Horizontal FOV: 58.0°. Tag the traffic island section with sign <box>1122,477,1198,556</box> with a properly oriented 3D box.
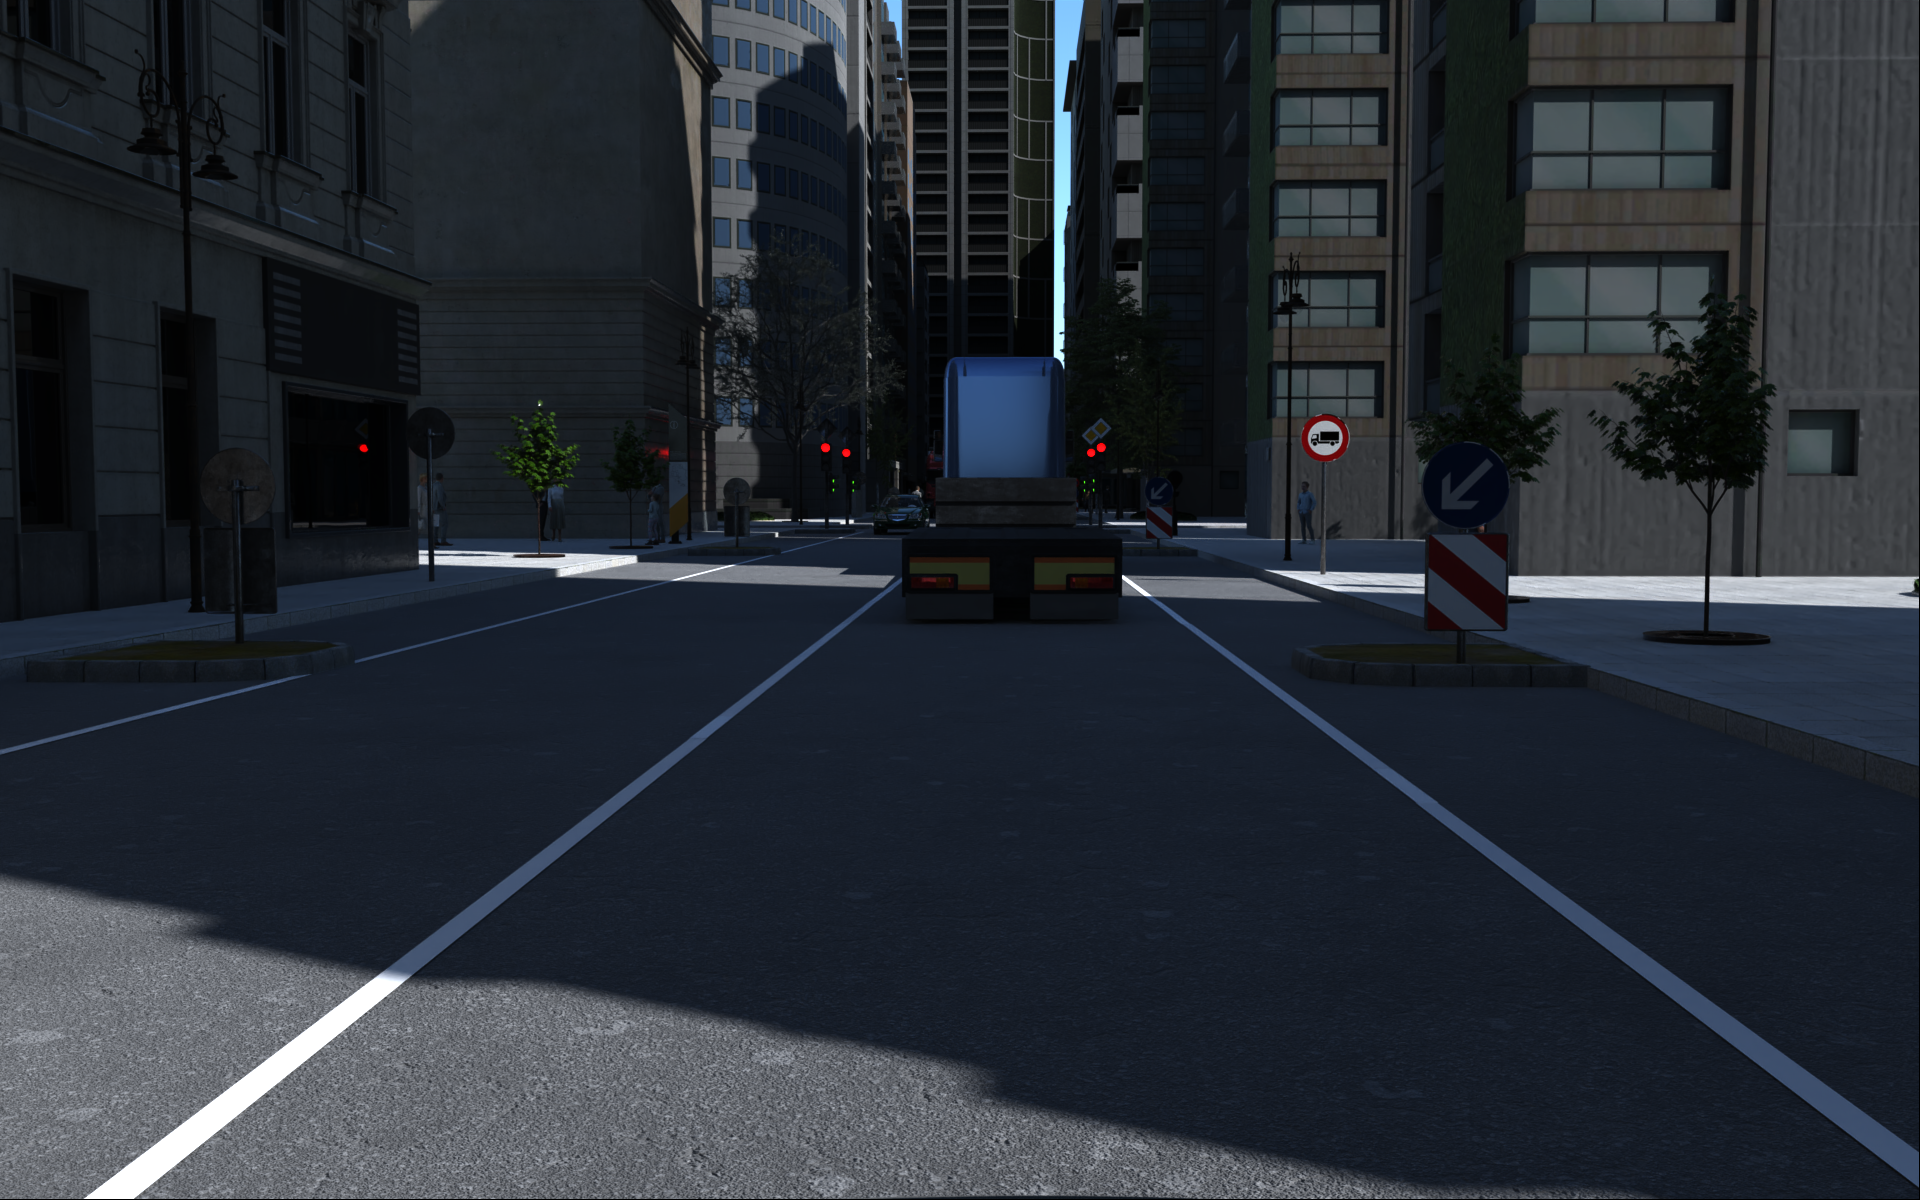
[{"bbox_3d":[4.510,-1.965,40.760,1.989,1.847,2.006,0,4,2],"label":"traffic island section with sign"}]

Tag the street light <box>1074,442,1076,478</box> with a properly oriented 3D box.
[{"bbox_3d":[9.666,-10.551,145.303,0.468,5.910,1.993,0,4,2],"label":"street light"}]

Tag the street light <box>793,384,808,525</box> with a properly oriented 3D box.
[{"bbox_3d":[-6.681,-6.109,72.674,0.468,5.910,1.993,0,4,2],"label":"street light"}]

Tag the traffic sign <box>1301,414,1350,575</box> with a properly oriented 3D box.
[{"bbox_3d":[5.794,-1.680,27.567,0.768,2.556,0.104,0,4,3],"label":"traffic sign"}]

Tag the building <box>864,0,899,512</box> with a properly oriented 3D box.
[{"bbox_3d":[-14.860,-42.317,130.129,20.563,71.187,20.611,0,4,2],"label":"building"}]

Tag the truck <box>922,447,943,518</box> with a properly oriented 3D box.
[{"bbox_3d":[-0.567,-7.135,105.569,2.839,4.237,11.283,0,4,3],"label":"truck"}]

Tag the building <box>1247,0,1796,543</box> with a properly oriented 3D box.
[{"bbox_3d":[16.035,-22.682,54.443,14.154,41.232,14.086,0,4,2],"label":"building"}]

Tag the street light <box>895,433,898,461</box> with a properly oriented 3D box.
[{"bbox_3d":[-4.876,-9.695,131.301,0.468,5.910,1.993,0,4,2],"label":"street light"}]

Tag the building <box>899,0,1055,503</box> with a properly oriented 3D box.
[{"bbox_3d":[2.787,-49.040,240.057,20.611,71.187,20.563,0,4,2],"label":"building"}]

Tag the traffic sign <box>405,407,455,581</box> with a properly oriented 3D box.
[{"bbox_3d":[-7.766,-1.546,25.384,0.768,2.556,0.104,0,4,8],"label":"traffic sign"}]

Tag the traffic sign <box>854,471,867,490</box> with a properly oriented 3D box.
[{"bbox_3d":[-5.627,-5.960,97.555,0.768,2.556,0.104,0,4,8],"label":"traffic sign"}]

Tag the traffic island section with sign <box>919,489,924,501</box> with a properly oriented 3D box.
[{"bbox_3d":[-2.838,-7.039,123.721,1.989,1.847,2.006,0,4,2],"label":"traffic island section with sign"}]

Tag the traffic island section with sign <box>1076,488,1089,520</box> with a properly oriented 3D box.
[{"bbox_3d":[6.188,-5.409,97.064,1.989,1.847,2.006,0,4,2],"label":"traffic island section with sign"}]

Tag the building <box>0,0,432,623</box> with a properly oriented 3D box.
[{"bbox_3d":[-17.635,-14.266,9.662,17.030,29.872,44.131,0,4,2],"label":"building"}]

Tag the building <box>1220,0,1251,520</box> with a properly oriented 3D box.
[{"bbox_3d":[27.881,-28.298,82.289,30.456,49.044,23.786,0,4,2],"label":"building"}]

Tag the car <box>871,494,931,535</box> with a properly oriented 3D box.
[{"bbox_3d":[-2.087,-3.110,62.639,2.131,1.459,4.920,0,4,2],"label":"car"}]

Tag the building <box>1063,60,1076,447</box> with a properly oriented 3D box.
[{"bbox_3d":[26.994,-37.774,206.844,28.713,52.752,27.495,0,4,2],"label":"building"}]

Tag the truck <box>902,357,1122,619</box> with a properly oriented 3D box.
[{"bbox_3d":[0.756,-2.356,28.275,2.967,4.110,18.799,0,4,1],"label":"truck"}]

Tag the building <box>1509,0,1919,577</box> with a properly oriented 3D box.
[{"bbox_3d":[15.928,-21.333,32.392,14.154,41.232,14.086,0,4,2],"label":"building"}]

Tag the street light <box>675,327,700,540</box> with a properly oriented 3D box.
[{"bbox_3d":[-7.523,-4.598,47.959,0.468,5.910,1.993,0,4,2],"label":"street light"}]

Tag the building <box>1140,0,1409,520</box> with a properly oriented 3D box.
[{"bbox_3d":[17.816,-25.684,103.526,14.154,41.232,14.086,0,4,2],"label":"building"}]

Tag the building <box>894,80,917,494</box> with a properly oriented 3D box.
[{"bbox_3d":[-12.047,-32.692,184.627,14.600,45.320,14.200,0,4,2],"label":"building"}]

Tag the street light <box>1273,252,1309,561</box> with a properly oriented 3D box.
[{"bbox_3d":[6.329,-3.699,33.273,0.468,5.910,1.993,0,4,2],"label":"street light"}]

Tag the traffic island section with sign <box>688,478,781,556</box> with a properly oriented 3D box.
[{"bbox_3d":[-5.300,-1.984,41.061,1.989,1.847,2.006,0,4,2],"label":"traffic island section with sign"}]

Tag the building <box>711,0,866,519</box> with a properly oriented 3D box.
[{"bbox_3d":[-17.092,-34.019,98.217,21.231,58.520,28.212,0,4,2],"label":"building"}]

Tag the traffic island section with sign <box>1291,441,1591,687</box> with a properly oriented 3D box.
[{"bbox_3d":[3.722,-0.317,13.816,1.989,1.847,2.006,0,4,2],"label":"traffic island section with sign"}]

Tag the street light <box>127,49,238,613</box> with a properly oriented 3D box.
[{"bbox_3d":[-8.292,-2.805,18.642,0.468,5.910,1.993,0,4,2],"label":"street light"}]

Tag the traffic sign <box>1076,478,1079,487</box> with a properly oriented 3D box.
[{"bbox_3d":[9.055,-8.363,136.843,0.768,2.556,0.104,0,4,8],"label":"traffic sign"}]

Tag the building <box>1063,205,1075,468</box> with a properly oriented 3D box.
[{"bbox_3d":[21.378,-33.869,237.356,14.086,41.232,14.154,0,4,2],"label":"building"}]

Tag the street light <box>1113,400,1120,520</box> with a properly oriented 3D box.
[{"bbox_3d":[7.799,-6.881,85.296,0.468,5.910,1.993,0,4,2],"label":"street light"}]

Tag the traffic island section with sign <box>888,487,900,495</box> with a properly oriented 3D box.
[{"bbox_3d":[-3.645,-5.391,96.766,1.989,1.847,2.006,0,4,2],"label":"traffic island section with sign"}]

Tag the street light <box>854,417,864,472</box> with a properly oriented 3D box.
[{"bbox_3d":[-5.927,-7.902,101.992,0.468,5.910,1.993,0,4,2],"label":"street light"}]

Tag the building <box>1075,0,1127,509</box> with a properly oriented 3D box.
[{"bbox_3d":[21.832,-32.891,161.474,21.300,48.544,21.600,0,4,2],"label":"building"}]

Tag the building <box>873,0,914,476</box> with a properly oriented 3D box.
[{"bbox_3d":[-16.657,-33.195,162.354,23.786,49.044,30.456,0,4,2],"label":"building"}]

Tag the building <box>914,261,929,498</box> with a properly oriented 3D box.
[{"bbox_3d":[-10.901,-27.113,214.999,14.107,30.474,14.160,0,4,2],"label":"building"}]

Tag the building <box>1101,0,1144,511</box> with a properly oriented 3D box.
[{"bbox_3d":[24.733,-33.179,131.718,28.713,52.752,27.495,0,4,2],"label":"building"}]

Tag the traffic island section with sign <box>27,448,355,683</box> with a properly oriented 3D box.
[{"bbox_3d":[-6.107,-0.336,14.118,1.989,1.847,2.006,0,4,2],"label":"traffic island section with sign"}]

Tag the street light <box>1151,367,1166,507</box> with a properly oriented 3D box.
[{"bbox_3d":[7.216,-5.528,63.174,0.468,5.910,1.993,0,4,2],"label":"street light"}]
